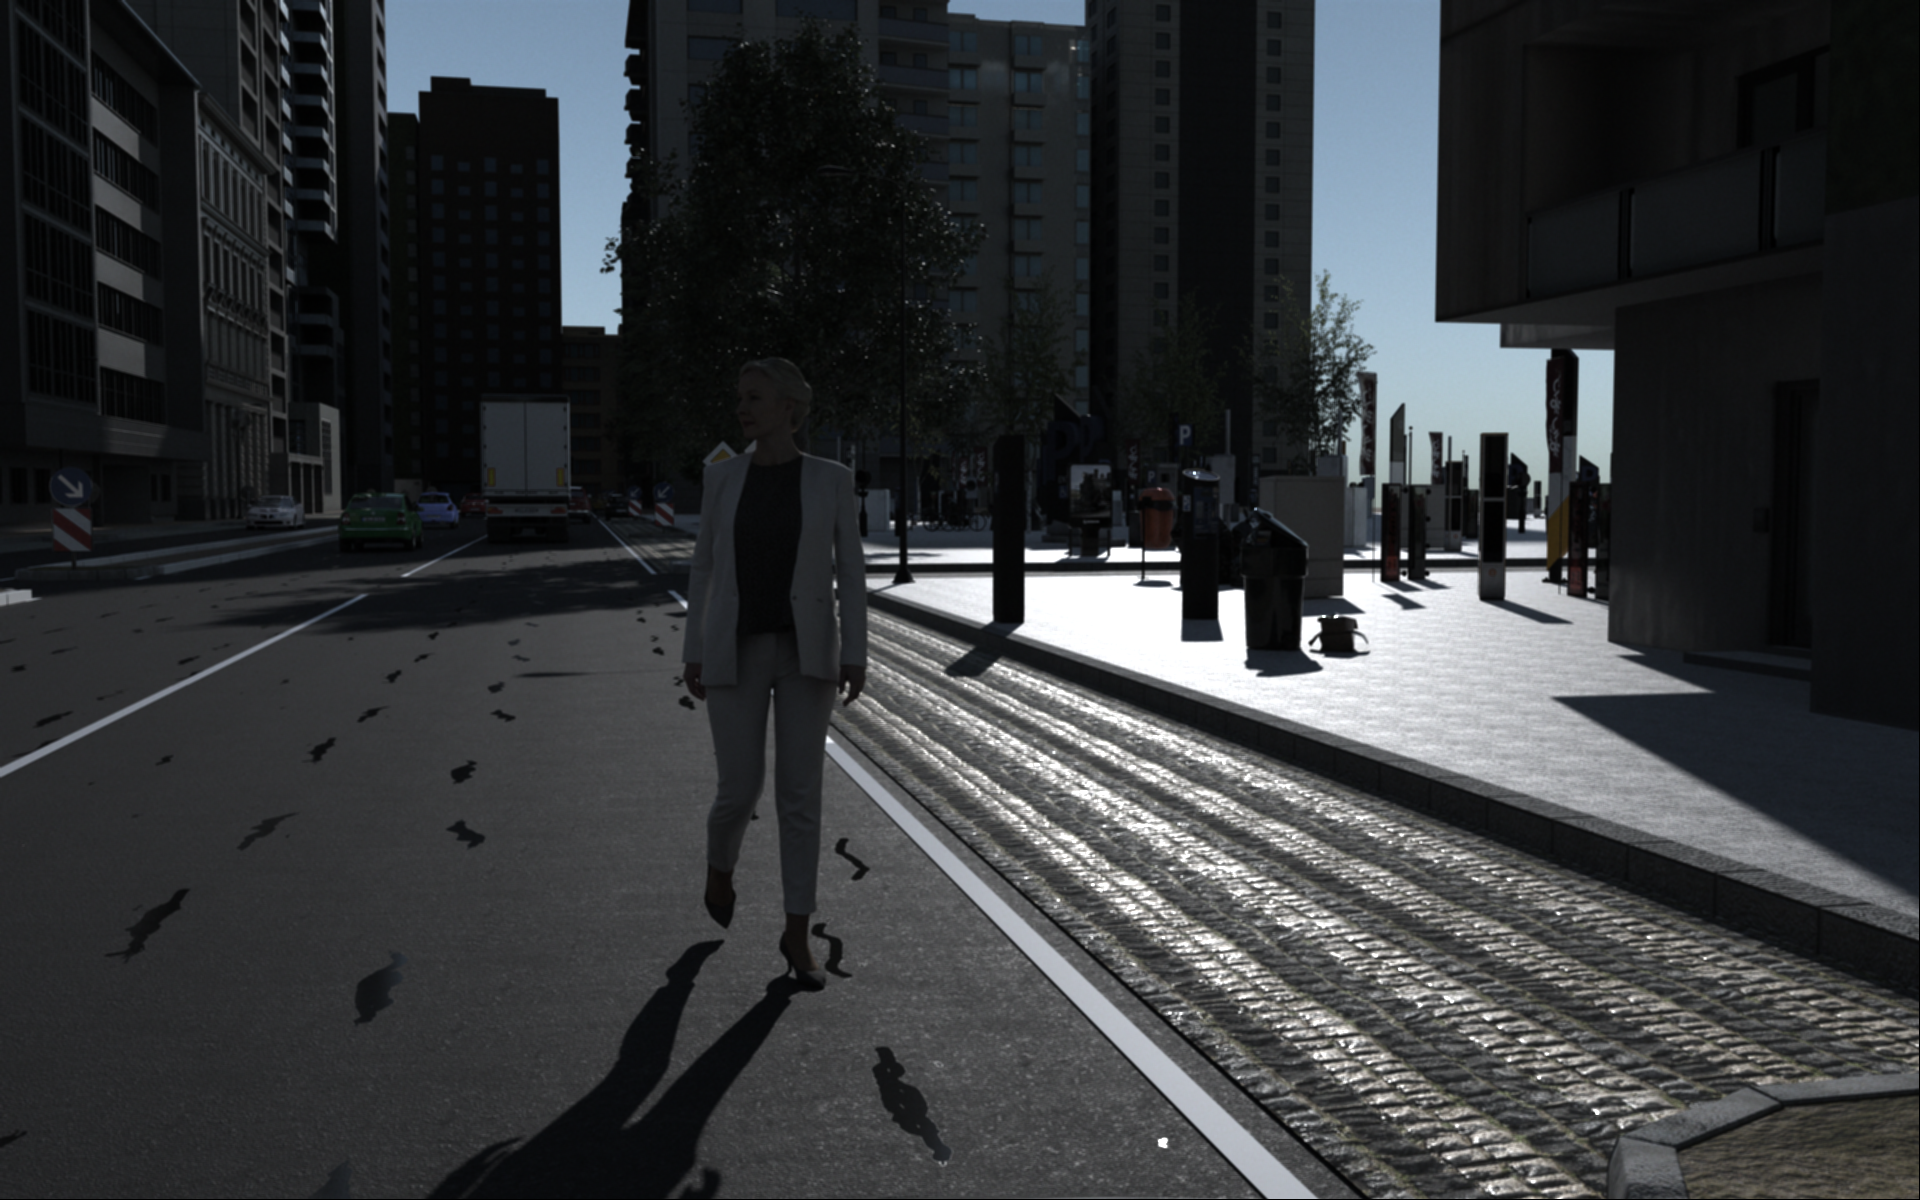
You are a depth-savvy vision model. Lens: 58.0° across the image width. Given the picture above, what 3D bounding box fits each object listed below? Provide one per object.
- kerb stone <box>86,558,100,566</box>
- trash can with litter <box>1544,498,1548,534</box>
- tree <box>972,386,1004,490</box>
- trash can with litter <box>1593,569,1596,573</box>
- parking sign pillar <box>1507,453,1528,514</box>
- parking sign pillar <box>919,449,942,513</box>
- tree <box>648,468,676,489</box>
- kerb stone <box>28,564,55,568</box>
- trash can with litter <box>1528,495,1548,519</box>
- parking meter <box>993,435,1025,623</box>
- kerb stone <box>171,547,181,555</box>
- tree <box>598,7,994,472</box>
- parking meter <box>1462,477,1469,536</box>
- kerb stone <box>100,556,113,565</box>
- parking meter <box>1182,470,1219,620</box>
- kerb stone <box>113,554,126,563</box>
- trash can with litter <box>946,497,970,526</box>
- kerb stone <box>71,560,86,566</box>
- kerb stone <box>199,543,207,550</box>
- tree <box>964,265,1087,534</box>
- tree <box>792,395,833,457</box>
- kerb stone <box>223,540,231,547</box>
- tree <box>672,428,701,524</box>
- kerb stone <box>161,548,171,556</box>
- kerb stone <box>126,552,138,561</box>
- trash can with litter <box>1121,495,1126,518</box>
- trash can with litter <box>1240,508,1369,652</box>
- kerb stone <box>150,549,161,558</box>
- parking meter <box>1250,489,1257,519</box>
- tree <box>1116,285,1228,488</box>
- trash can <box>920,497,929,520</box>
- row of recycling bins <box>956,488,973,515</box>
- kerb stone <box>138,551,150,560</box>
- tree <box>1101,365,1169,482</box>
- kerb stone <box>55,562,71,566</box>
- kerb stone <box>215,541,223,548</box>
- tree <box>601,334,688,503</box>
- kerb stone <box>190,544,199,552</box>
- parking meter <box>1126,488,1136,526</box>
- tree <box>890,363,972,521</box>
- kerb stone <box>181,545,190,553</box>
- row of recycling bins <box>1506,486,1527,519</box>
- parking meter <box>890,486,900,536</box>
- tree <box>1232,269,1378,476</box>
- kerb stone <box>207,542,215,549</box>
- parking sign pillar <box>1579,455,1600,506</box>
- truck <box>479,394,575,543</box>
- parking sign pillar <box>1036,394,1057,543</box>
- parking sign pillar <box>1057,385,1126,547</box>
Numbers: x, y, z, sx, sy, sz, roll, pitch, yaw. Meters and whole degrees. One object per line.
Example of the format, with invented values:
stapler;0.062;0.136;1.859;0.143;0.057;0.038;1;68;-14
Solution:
kerb stone;-17.052;-0.713;33.847;0.120;0.150;1.000;-1;4;-13
trash can with litter;19.203;-2.683;55.250;1.055;1.170;0.624;2;4;33
tree;0.096;-8.940;96.531;4.360;8.622;3.978;0;3;0
trash can with litter;10.276;-0.918;26.397;1.055;1.170;0.624;0;4;0
parking sign pillar;36.191;-7.584;112.476;1.447;3.967;1.447;-2;4;-30
parking sign pillar;-1.734;-7.006;103.016;1.447;3.967;1.447;1;4;19
tree;-18.632;-7.021;109.398;1.663;3.219;1.824;0;3;0
kerb stone;-16.387;-0.526;30.850;0.120;0.150;1.000;-1;4;-13
trash can with litter;30.846;-4.894;91.070;1.678;1.210;2.233;-2;4;-29
parking meter;0.487;-0.711;17.342;0.255;1.863;0.399;-1;4;-11
kerb stone;-18.630;-1.141;40.868;0.120;0.150;1.000;-1;4;-13
tree;-3.789;-7.607;41.386;9.611;12.733;9.660;0;3;0
parking meter;15.281;-2.883;52.848;0.255;1.863;0.399;-3;4;-36
kerb stone;-17.284;-0.769;34.843;0.120;0.150;1.000;-1;4;-13
parking meter;2.478;-0.576;17.832;0.372;1.533;0.369;0;3;0
kerb stone;-17.502;-0.825;35.842;0.120;0.150;1.000;-1;4;-13
trash can with litter;-0.034;-3.608;70.374;1.055;1.170;0.624;2;4;31
kerb stone;-16.836;-0.648;32.848;0.120;0.150;1.000;-1;4;-13
kerb stone;-19.297;-1.326;43.875;0.120;0.150;1.000;-1;4;-13
tree;2.197;-6.476;56.251;4.737;8.622;4.395;0;3;0
tree;-6.946;-7.835;78.472;4.737;8.622;4.395;0;3;0
kerb stone;-19.975;-1.510;46.887;0.120;0.150;1.000;-1;4;-13
tree;-10.639;-5.501;73.653;4.285;4.588;4.351;0;3;0
kerb stone;-18.401;-1.081;39.871;0.120;0.150;1.000;-1;4;-13
kerb stone;-17.729;-0.897;36.854;0.120;0.150;1.000;-1;4;-13
trash can with litter;9.270;-5.029;93.283;2.233;1.210;1.678;1;4;9
trash can with litter;2.845;-0.180;14.332;1.055;1.170;0.624;1;4;14
kerb stone;-18.177;-1.014;38.870;0.120;0.150;1.000;-1;4;-13
parking meter;15.314;-5.011;90.346;0.372;1.533;0.369;0;3;0
tree;7.619;-6.821;61.884;4.737;8.622;4.395;0;3;0
trash can;-1.705;-4.470;84.738;0.748;1.137;0.748;0;3;0
row of recycling bins;0.260;-6.072;106.389;1.069;1.692;3.534;0;4;4
kerb stone;-17.957;-0.958;37.864;0.120;0.150;1.000;-1;4;-13
tree;9.817;-9.061;98.511;4.360;8.622;3.978;0;3;0
kerb stone;-16.606;-0.590;31.848;0.120;0.150;1.000;-1;4;-13
kerb stone;-19.750;-1.449;45.890;0.120;0.150;1.000;-1;4;-13
tree;-17.622;-10.250;101.997;7.601;10.594;8.767;-1;4;-15
kerb stone;-19.082;-1.265;42.876;0.120;0.150;1.000;-1;4;-13
parking meter;6.771;-3.685;68.655;0.372;1.533;0.369;0;3;0
tree;-1.821;-7.815;78.136;4.360;8.622;3.978;0;3;0
kerb stone;-18.857;-1.204;41.879;0.120;0.150;1.000;-1;4;-13
row of recycling bins;28.284;-5.056;89.777;1.069;1.692;3.534;-1;4;-9
parking meter;-1.793;-2.698;52.516;0.372;1.533;0.369;0;3;0
tree;11.150;-6.475;56.236;4.360;8.622;3.978;0;3;0
kerb stone;-19.526;-1.387;44.878;0.120;0.150;1.000;-1;4;-13
parking sign pillar;43.414;-8.014;119.500;1.447;3.967;1.447;0;4;5
truck;-13.488;-3.996;54.246;2.839;4.237;11.283;-1;4;-13
parking sign pillar;2.891;-3.523;46.075;1.447;3.967;1.447;-3;5;-40
parking sign pillar;3.343;-3.296;42.359;1.447;3.967;1.447;-1;4;-13
